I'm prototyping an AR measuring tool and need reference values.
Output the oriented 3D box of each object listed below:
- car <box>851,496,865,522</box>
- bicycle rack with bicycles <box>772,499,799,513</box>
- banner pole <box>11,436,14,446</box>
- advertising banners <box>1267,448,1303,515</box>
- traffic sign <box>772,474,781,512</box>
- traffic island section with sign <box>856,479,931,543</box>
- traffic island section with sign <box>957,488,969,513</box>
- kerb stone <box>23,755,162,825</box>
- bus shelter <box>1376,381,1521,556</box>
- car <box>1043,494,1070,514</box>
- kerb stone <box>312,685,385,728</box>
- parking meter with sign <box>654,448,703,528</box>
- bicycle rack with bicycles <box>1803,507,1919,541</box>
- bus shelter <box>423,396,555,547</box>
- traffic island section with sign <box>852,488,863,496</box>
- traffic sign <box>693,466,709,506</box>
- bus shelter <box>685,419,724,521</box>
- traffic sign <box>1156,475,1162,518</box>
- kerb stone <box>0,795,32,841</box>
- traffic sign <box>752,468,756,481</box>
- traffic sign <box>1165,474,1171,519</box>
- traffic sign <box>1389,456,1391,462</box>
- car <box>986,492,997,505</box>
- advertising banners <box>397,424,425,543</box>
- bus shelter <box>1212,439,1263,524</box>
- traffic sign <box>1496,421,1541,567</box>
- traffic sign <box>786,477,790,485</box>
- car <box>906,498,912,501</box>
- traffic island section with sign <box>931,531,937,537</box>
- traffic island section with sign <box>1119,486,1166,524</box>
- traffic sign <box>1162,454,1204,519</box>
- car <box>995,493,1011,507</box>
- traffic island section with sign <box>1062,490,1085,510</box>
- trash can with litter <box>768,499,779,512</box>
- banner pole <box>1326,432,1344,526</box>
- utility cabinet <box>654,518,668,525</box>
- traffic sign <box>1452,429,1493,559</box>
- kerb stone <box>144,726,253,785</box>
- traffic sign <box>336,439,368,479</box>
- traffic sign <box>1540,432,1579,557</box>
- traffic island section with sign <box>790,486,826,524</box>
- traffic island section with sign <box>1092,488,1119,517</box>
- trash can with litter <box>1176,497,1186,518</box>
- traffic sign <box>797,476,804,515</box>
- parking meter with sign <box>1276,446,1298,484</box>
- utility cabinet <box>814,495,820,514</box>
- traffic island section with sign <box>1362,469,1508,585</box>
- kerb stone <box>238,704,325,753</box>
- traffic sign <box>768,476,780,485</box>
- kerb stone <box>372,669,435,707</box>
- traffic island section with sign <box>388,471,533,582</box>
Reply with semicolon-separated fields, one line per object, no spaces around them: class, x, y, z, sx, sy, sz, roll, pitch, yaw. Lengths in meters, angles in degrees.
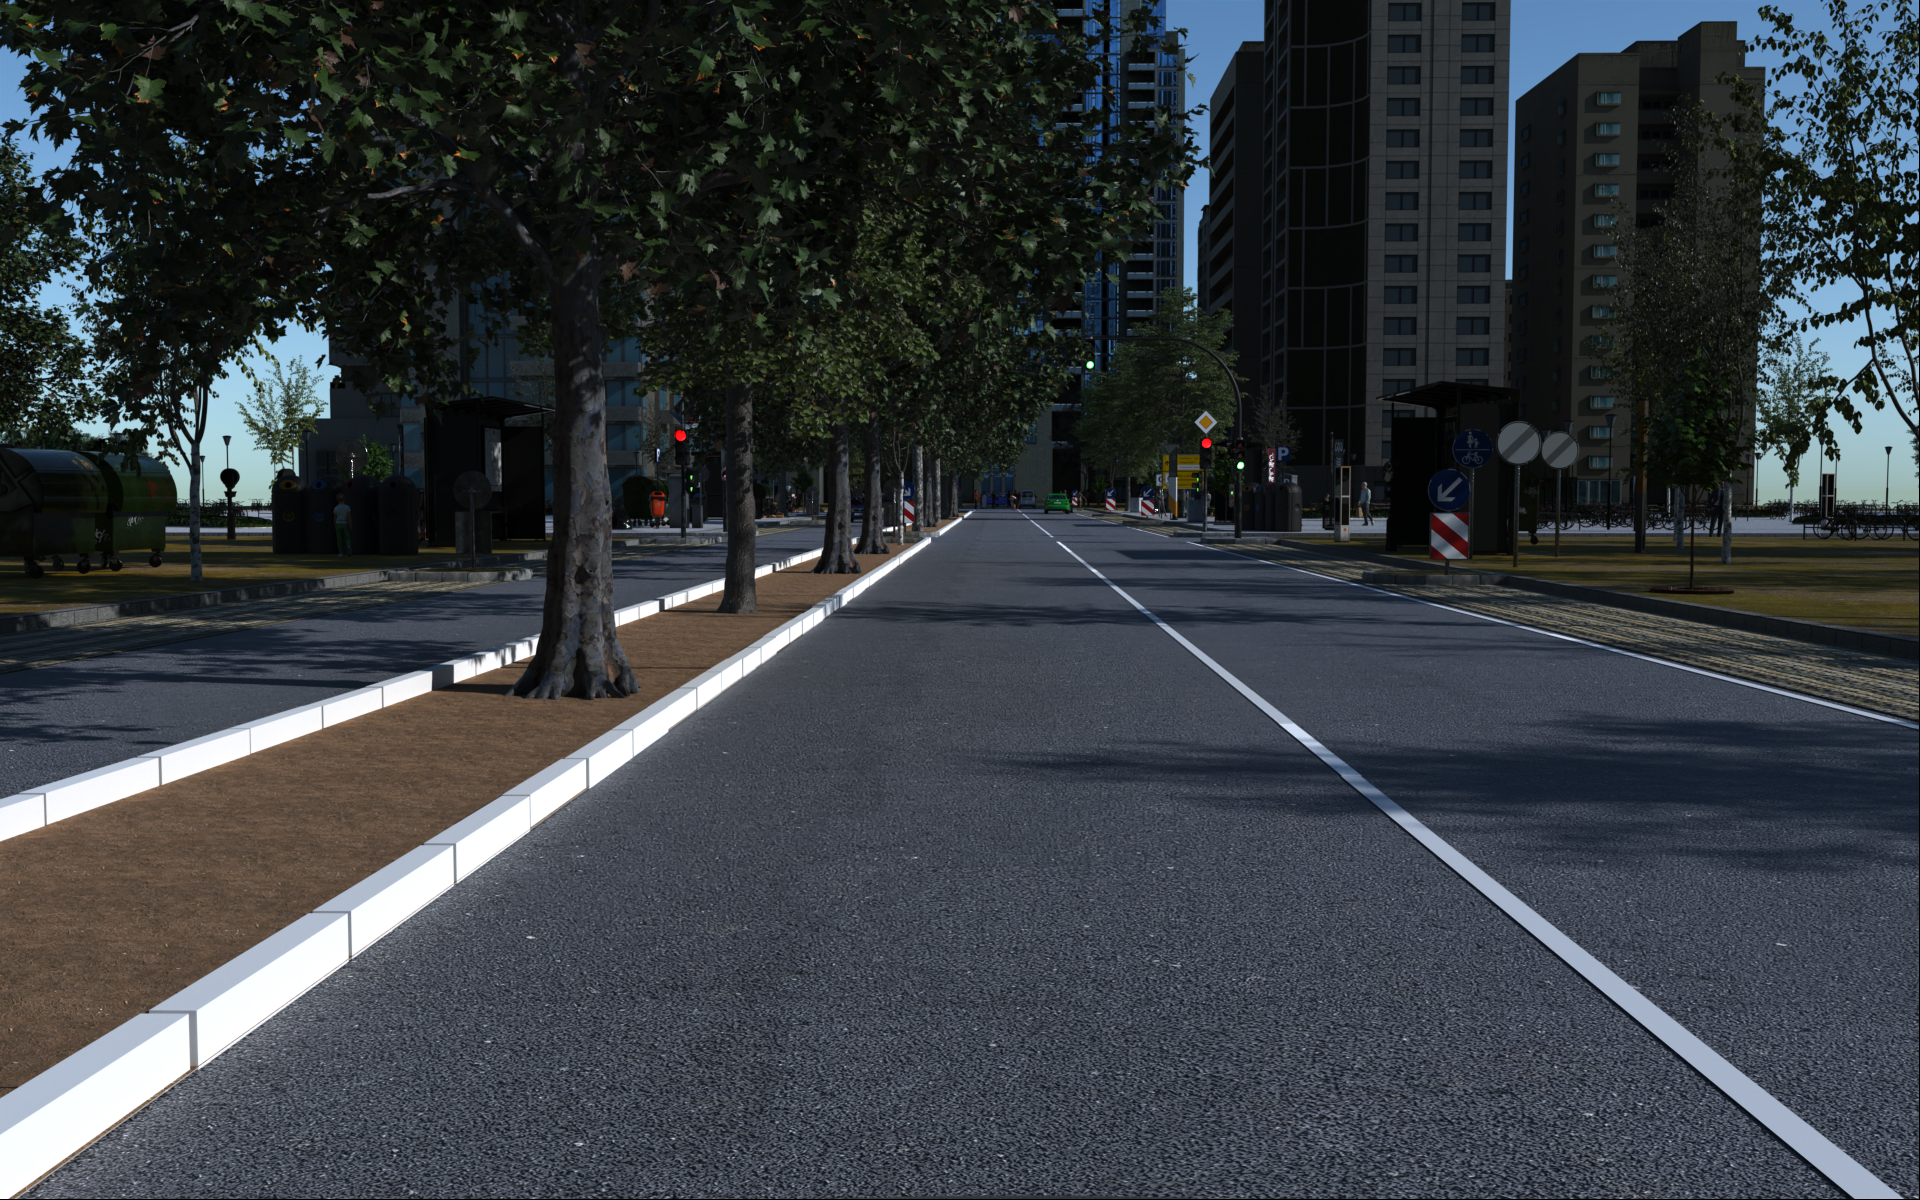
car;-4.947;-4.631;88.296;1.945;1.354;3.894;0;4;2
bicycle rack with bicycles;-12.257;-6.350;117.211;2.852;0.926;2.925;-1;4;-15
banner pole;-27.978;-3.743;51.214;0.401;3.779;0.863;-2;4;-30
advertising banners;12.426;-4.292;66.366;2.074;3.025;0.090;-3;4;-38
traffic sign;-11.397;-6.669;109.045;0.884;2.594;0.081;0;4;8
traffic island section with sign;-1.978;-2.615;50.897;2.006;1.907;1.989;0;4;1
traffic island section with sign;-0.165;-7.663;133.423;2.006;1.907;1.989;0;4;1
kerb stone;-3.976;0.874;7.944;0.120;0.150;1.000;0;4;1
bus shelter;10.894;-2.921;39.042;1.731;3.624;6.357;0;4;1
car;6.987;-7.115;125.127;1.959;1.807;4.718;0;4;2
kerb stone;-3.915;0.688;11.020;0.120;0.150;1.000;0;4;1
parking meter with sign;-10.572;-4.218;65.222;1.738;3.016;0.543;0;4;5
bicycle rack with bicycles;25.060;-2.154;48.607;2.852;0.926;2.925;-1;4;-19
bus shelter;-11.986;-3.264;44.655;1.731;3.624;6.357;0;4;1
traffic island section with sign;-6.486;-6.224;110.392;1.989;1.847;2.006;0;4;1
traffic sign;-11.485;-4.688;76.757;0.768;2.556;0.104;0;4;3
bus shelter;-12.115;-6.642;86.232;2.179;5.291;8.768;0;4;1
traffic sign;10.619;-5.448;91.208;0.606;2.300;0.079;1;4;9
kerb stone;-3.994;0.939;6.922;0.120;0.150;1.000;0;4;1
traffic sign;-9.794;-4.880;79.899;0.768;2.556;0.104;1;4;8
traffic sign;10.477;-5.134;86.071;0.606;2.300;0.079;1;4;10
traffic sign;12.160;-2.902;47.562;0.768;2.556;0.104;1;4;10
car;3.641;-11.973;205.352;1.945;1.707;3.694;0;4;2
advertising banners;-14.031;-2.933;44.136;0.090;3.025;2.074;0;4;-3
bus shelter;12.246;-5.256;77.217;1.731;3.624;6.357;0;4;1
traffic sign;9.752;-1.849;30.329;0.768;2.556;0.104;0;4;4
traffic sign;-12.955;-7.828;128.087;0.768;2.556;0.104;0;4;8
car;-2.896;-6.987;123.038;1.959;1.807;4.718;0;4;-1
traffic island section with sign;-1.805;-3.068;58.302;2.006;1.907;1.989;0;4;1
traffic island section with sign;8.842;-4.566;83.274;1.989;1.847;2.006;0;4;1
traffic sign;11.461;-5.797;88.660;2.265;3.308;0.079;0;4;2
car;5.009;-11.516;197.875;1.945;1.707;3.694;0;4;2
traffic island section with sign;10.519;-9.267;160.151;1.989;1.847;2.006;0;4;1
trash can with litter;-13.156;-6.735;121.497;1.055;1.170;0.624;0;4;3
banner pole;15.089;-4.869;69.624;0.401;3.779;0.863;-3;4;-38
utility cabinet;-12.389;-3.731;72.162;0.306;1.237;1.020;1;4;17
traffic sign;10.058;-2.076;34.056;0.768;2.556;0.104;1;4;9
kerb stone;-3.951;0.809;8.965;0.120;0.150;1.000;0;4;1
traffic sign;-14.204;-2.468;40.458;0.768;2.556;0.104;0;4;4
traffic sign;12.217;-2.157;35.370;0.768;2.556;0.104;0;4;6
traffic island section with sign;-7.087;-4.576;83.444;1.989;1.847;2.006;0;4;1
traffic island section with sign;9.433;-6.220;110.326;1.989;1.847;2.006;0;4;1
trash can with litter;11.917;-4.947;92.265;1.055;1.170;0.624;2;4;34
traffic sign;-9.522;-6.425;105.161;0.768;2.556;0.104;0;4;2
parking meter with sign;12.196;-4.144;64.019;0.543;3.016;1.738;2;4;28
utility cabinet;-9.364;-6.251;113.367;0.306;1.237;1.020;0;4;2
traffic island section with sign;7.618;-1.189;28.070;1.989;1.847;2.006;0;4;1
kerb stone;-3.935;0.747;9.987;0.120;0.150;1.000;0;4;1
traffic sign;-11.699;-6.661;108.646;0.795;2.593;0.064;0;4;4
kerb stone;-3.891;0.621;12.041;0.120;0.150;1.000;0;4;1
traffic island section with sign;-8.282;-1.248;29.032;1.989;1.847;2.006;0;4;1
